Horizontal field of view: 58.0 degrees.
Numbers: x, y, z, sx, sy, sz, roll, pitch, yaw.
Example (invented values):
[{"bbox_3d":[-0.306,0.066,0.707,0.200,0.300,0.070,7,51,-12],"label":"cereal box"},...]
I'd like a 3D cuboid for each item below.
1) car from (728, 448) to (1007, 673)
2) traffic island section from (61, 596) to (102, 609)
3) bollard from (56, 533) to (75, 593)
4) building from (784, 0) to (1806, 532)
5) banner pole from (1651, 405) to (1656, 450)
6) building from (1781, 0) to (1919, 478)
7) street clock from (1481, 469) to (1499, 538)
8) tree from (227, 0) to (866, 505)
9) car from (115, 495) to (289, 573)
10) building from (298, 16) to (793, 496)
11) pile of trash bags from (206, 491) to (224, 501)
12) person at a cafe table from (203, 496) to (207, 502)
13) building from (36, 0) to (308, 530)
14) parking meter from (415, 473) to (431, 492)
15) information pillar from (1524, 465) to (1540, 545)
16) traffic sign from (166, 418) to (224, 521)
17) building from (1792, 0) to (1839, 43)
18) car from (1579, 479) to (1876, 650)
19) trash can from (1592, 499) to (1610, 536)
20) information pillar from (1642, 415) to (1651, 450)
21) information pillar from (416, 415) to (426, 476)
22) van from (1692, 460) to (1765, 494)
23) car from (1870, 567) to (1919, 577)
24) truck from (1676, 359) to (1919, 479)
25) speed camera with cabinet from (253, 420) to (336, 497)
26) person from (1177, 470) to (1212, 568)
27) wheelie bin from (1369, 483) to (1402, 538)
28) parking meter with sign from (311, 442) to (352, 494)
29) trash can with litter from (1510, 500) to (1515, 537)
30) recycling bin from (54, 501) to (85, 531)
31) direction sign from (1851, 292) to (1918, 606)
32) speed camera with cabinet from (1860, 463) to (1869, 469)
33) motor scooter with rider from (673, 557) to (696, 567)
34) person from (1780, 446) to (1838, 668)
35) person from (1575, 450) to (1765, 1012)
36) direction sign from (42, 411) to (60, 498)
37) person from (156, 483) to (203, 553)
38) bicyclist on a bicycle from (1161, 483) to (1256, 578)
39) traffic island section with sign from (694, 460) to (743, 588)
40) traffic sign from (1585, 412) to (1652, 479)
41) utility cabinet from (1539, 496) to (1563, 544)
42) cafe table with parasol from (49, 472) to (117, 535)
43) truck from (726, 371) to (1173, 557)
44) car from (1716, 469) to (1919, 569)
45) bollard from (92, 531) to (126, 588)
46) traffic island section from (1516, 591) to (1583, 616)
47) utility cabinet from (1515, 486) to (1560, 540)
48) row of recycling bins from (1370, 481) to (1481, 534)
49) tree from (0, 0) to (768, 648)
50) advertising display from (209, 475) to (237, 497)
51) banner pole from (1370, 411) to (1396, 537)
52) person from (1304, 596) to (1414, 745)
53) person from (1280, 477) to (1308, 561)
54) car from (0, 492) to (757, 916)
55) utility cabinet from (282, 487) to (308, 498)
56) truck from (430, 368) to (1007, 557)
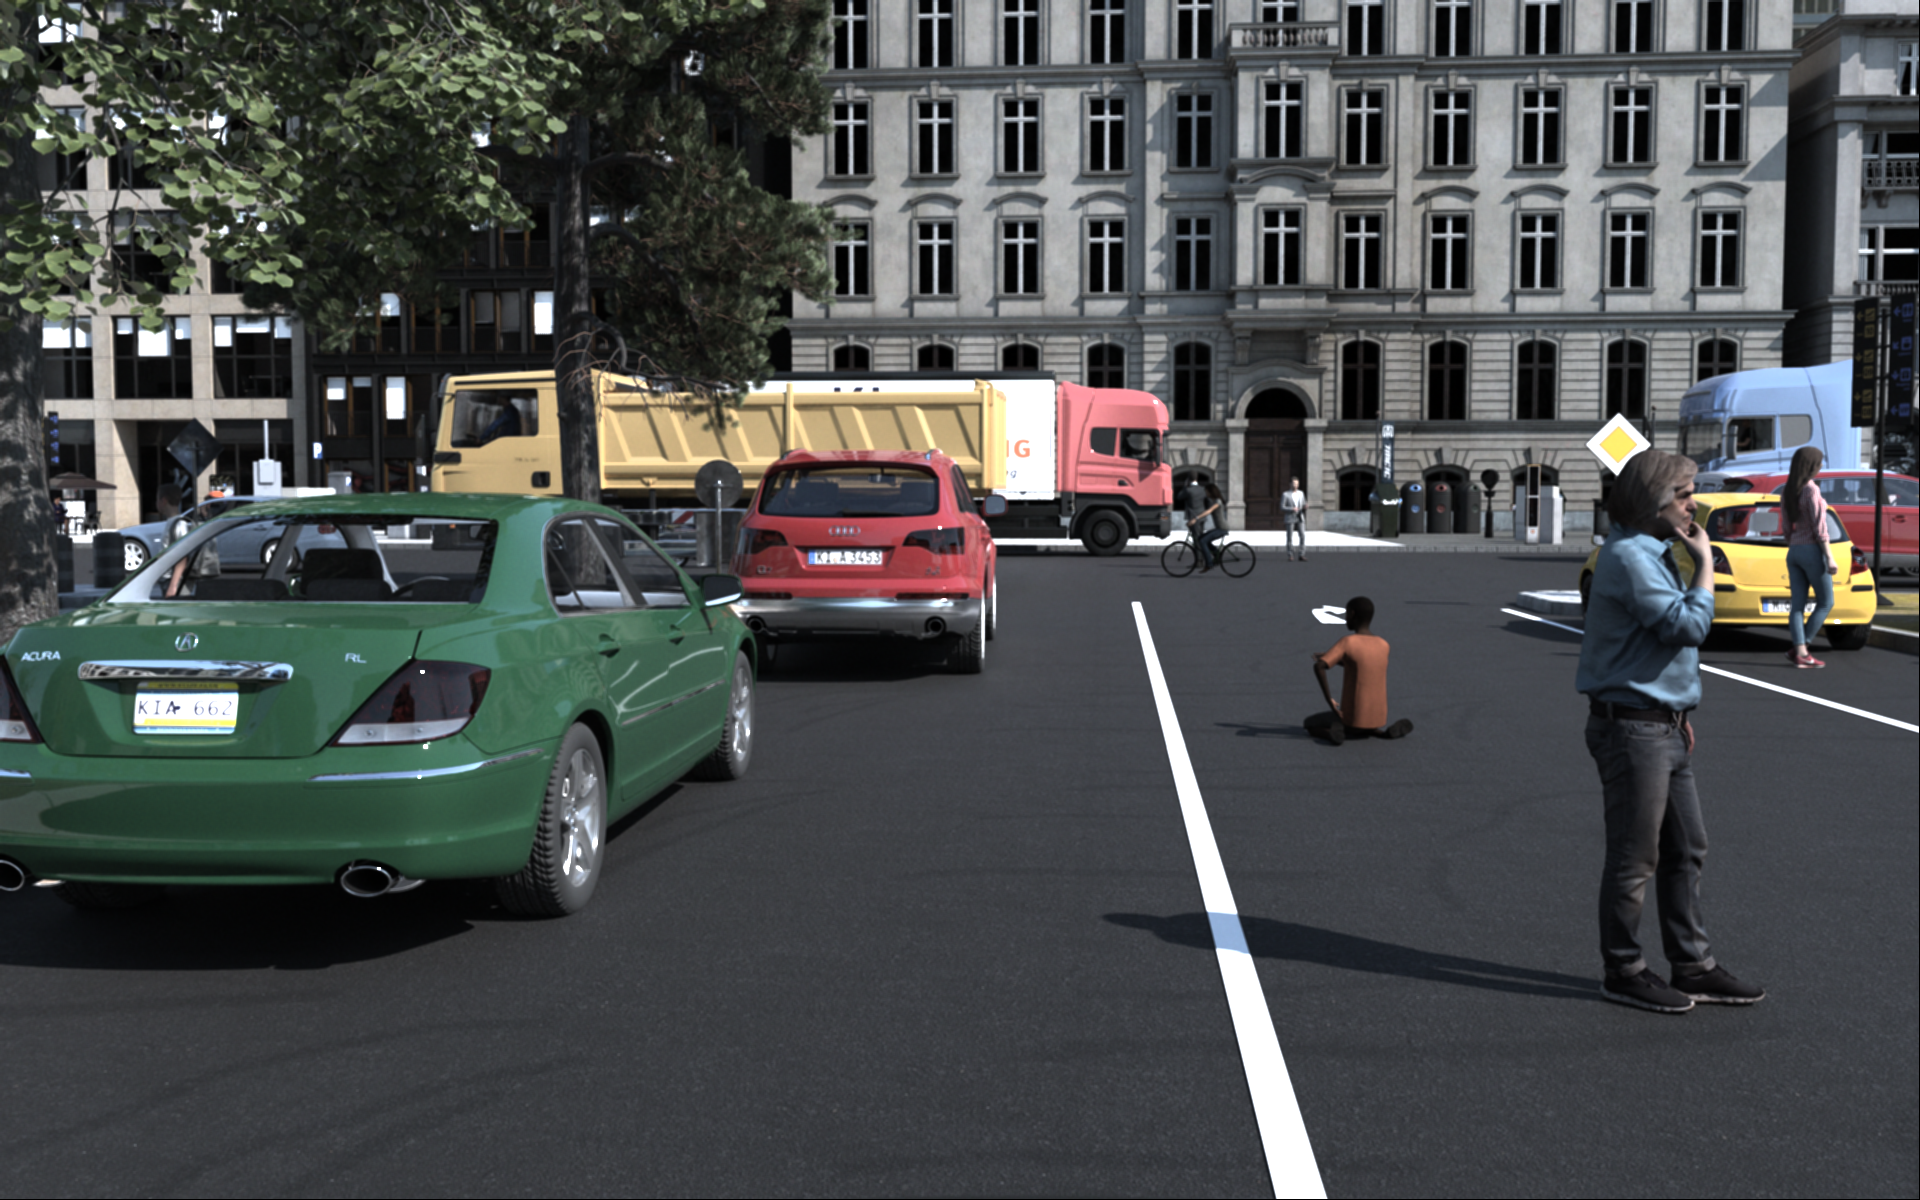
[{"bbox_3d":[-0.733,-0.413,15.418,2.281,1.827,5.304,0,4,3],"label":"car"},{"bbox_3d":[-10.119,-0.041,22.949,2.009,0.180,2.903,0,4,5],"label":"traffic island section"},{"bbox_3d":[-11.772,-0.480,22.563,0.404,0.777,0.398,0,3,0],"label":"bollard"},{"bbox_3d":[11.295,-15.002,64.367,34.723,24.649,14.460,0,4,5],"label":"building"},{"bbox_3d":[19.665,-3.622,49.230,0.401,3.779,0.863,1,4,19],"label":"banner pole"},{"bbox_3d":[40.897,-13.471,62.054,24.055,21.916,13.314,0,4,5],"label":"building"},{"bbox_3d":[15.449,-2.811,50.530,0.471,2.002,0.358,3,4,37],"label":"street clock"},{"bbox_3d":[-3.805,-5.653,16.932,6.751,12.117,7.091,0,3,0],"label":"tree"},{"bbox_3d":[-13.425,-1.221,31.972,4.499,1.417,2.014,0,4,3],"label":"car"},{"bbox_3d":[-14.550,-14.440,65.765,15.834,23.373,12.332,0,4,5],"label":"building"},{"bbox_3d":[-37.727,-4.813,88.438,1.912,1.369,3.447,-3,4,-37],"label":"pile of trash bags"},{"bbox_3d":[-39.736,-4.961,91.967,1.698,1.238,1.726,-1,4,-21],"label":"person at a cafe table"},{"bbox_3d":[-39.112,-16.349,71.829,34.151,26.468,19.350,0,4,5],"label":"building"},{"bbox_3d":[-15.125,-2.638,48.842,0.399,1.863,0.255,-2,4,-32],"label":"parking meter"},{"bbox_3d":[14.473,-2.404,43.802,0.304,2.012,0.304,0,4,7],"label":"information pillar"},{"bbox_3d":[-10.095,-1.177,22.885,0.795,2.450,0.064,0,4,5],"label":"traffic sign"},{"bbox_3d":[48.954,-26.393,123.412,32.217,40.220,23.993,0,4,5],"label":"building"},{"bbox_3d":[7.534,-0.438,17.382,2.015,1.641,3.980,0,4,3],"label":"car"},{"bbox_3d":[19.474,-2.488,52.334,0.748,1.137,0.748,0,3,0],"label":"trash can"},{"bbox_3d":[20.505,-3.697,51.800,0.183,3.616,0.504,3,5,43],"label":"information pillar"},{"bbox_3d":[-16.051,-3.685,51.603,0.183,3.616,0.504,-3,5,-40],"label":"information pillar"},{"bbox_3d":[14.127,-1.441,30.571,2.013,2.044,4.112,0,4,4],"label":"van"},{"bbox_3d":[18.000,-1.243,30.549,3.980,1.641,2.015,0,4,6],"label":"car"},{"bbox_3d":[23.652,-2.769,35.033,18.799,4.110,2.967,0,4,4],"label":"truck"},{"bbox_3d":[-17.963,-3.208,46.779,2.038,3.252,0.660,-1,4,-17],"label":"speed camera with cabinet"},{"bbox_3d":[4.533,-1.573,33.582,0.648,1.900,0.474,-3,5,-42],"label":"person"},{"bbox_3d":[12.458,-2.629,50.898,0.980,1.594,0.693,-1,4,-13],"label":"wheelie bin"},{"bbox_3d":[-20.962,-3.807,58.512,1.738,3.016,0.543,1,4,11],"label":"parking meter with sign"},{"bbox_3d":[16.652,-2.455,51.532,0.624,1.170,1.055,1,4,14],"label":"trash can with litter"},{"bbox_3d":[-31.262,-2.952,60.819,0.722,1.027,0.722,2,4,26],"label":"recycling bin"},{"bbox_3d":[10.578,-1.707,19.903,0.379,3.537,0.876,-1,4,-16],"label":"direction sign"},{"bbox_3d":[24.448,-3.290,48.121,2.038,3.252,0.660,-2,4,-34],"label":"speed camera with cabinet"},{"bbox_3d":[-4.868,-1.511,33.663,1.986,1.779,0.876,0,4,6],"label":"motor scooter with rider"},{"bbox_3d":[7.007,-0.353,14.275,0.388,1.821,0.555,-1,4,-19],"label":"person"},{"bbox_3d":[1.943,0.359,4.836,0.499,1.552,0.429,-3,4,-36],"label":"person"},{"bbox_3d":[-24.968,-3.389,47.412,0.379,3.537,0.876,1,4,13],"label":"direction sign"},{"bbox_3d":[-5.807,-0.108,12.857,0.503,1.515,0.523,2,4,30],"label":"person"},{"bbox_3d":[4.257,-1.202,29.682,1.625,1.676,1.499,0,4,5],"label":"bicyclist on a bicycle"},{"bbox_3d":[-3.287,-0.885,22.611,2.006,1.907,1.989,0,4,5],"label":"traffic island section with sign"},{"bbox_3d":[8.084,-1.083,21.341,0.795,2.450,0.064,0,4,5],"label":"traffic sign"},{"bbox_3d":[15.292,-2.073,45.058,0.306,1.237,1.020,-1,4,-10],"label":"utility cabinet"},{"bbox_3d":[-27.692,-3.003,53.968,2.610,1.966,2.610,0,3,0],"label":"cafe table with parasol"},{"bbox_3d":[-0.044,-3.165,40.653,11.283,4.237,2.839,0,4,3],"label":"truck"},{"bbox_3d":[14.321,-1.130,27.145,5.304,1.827,2.281,0,4,6],"label":"car"},{"bbox_3d":[-11.670,-0.553,23.760,0.404,0.777,0.398,0,3,0],"label":"bollard"},{"bbox_3d":[8.108,0.053,21.417,2.009,0.180,2.903,0,4,5],"label":"traffic island section"},{"bbox_3d":[15.652,-2.342,46.966,0.318,1.500,1.173,-3,4,-36],"label":"utility cabinet"},{"bbox_3d":[15.142,-3.014,56.395,3.534,1.692,1.069,0,4,-2],"label":"row of recycling bins"},{"bbox_3d":[-4.276,-5.332,7.760,7.486,12.596,7.792,0,3,0],"label":"tree"},{"bbox_3d":[-24.540,-3.211,57.720,0.974,1.923,0.123,1,4,14],"label":"advertising display"},{"bbox_3d":[12.788,-3.811,52.331,0.863,3.779,0.401,-2,4,-24],"label":"banner pole"},{"bbox_3d":[2.265,0.401,10.230,0.859,0.850,0.655,-2,4,-28],"label":"person"},{"bbox_3d":[7.206,-1.740,37.149,0.606,1.804,0.583,-1,4,-20],"label":"person"},{"bbox_3d":[-2.092,0.271,7.367,2.131,1.459,4.920,0,4,4],"label":"car"},{"bbox_3d":[-22.293,-3.019,58.043,1.173,1.500,0.318,1,4,10],"label":"utility cabinet"},{"bbox_3d":[-4.215,-1.941,27.653,9.791,3.379,3.469,0,4,6],"label":"truck"}]
